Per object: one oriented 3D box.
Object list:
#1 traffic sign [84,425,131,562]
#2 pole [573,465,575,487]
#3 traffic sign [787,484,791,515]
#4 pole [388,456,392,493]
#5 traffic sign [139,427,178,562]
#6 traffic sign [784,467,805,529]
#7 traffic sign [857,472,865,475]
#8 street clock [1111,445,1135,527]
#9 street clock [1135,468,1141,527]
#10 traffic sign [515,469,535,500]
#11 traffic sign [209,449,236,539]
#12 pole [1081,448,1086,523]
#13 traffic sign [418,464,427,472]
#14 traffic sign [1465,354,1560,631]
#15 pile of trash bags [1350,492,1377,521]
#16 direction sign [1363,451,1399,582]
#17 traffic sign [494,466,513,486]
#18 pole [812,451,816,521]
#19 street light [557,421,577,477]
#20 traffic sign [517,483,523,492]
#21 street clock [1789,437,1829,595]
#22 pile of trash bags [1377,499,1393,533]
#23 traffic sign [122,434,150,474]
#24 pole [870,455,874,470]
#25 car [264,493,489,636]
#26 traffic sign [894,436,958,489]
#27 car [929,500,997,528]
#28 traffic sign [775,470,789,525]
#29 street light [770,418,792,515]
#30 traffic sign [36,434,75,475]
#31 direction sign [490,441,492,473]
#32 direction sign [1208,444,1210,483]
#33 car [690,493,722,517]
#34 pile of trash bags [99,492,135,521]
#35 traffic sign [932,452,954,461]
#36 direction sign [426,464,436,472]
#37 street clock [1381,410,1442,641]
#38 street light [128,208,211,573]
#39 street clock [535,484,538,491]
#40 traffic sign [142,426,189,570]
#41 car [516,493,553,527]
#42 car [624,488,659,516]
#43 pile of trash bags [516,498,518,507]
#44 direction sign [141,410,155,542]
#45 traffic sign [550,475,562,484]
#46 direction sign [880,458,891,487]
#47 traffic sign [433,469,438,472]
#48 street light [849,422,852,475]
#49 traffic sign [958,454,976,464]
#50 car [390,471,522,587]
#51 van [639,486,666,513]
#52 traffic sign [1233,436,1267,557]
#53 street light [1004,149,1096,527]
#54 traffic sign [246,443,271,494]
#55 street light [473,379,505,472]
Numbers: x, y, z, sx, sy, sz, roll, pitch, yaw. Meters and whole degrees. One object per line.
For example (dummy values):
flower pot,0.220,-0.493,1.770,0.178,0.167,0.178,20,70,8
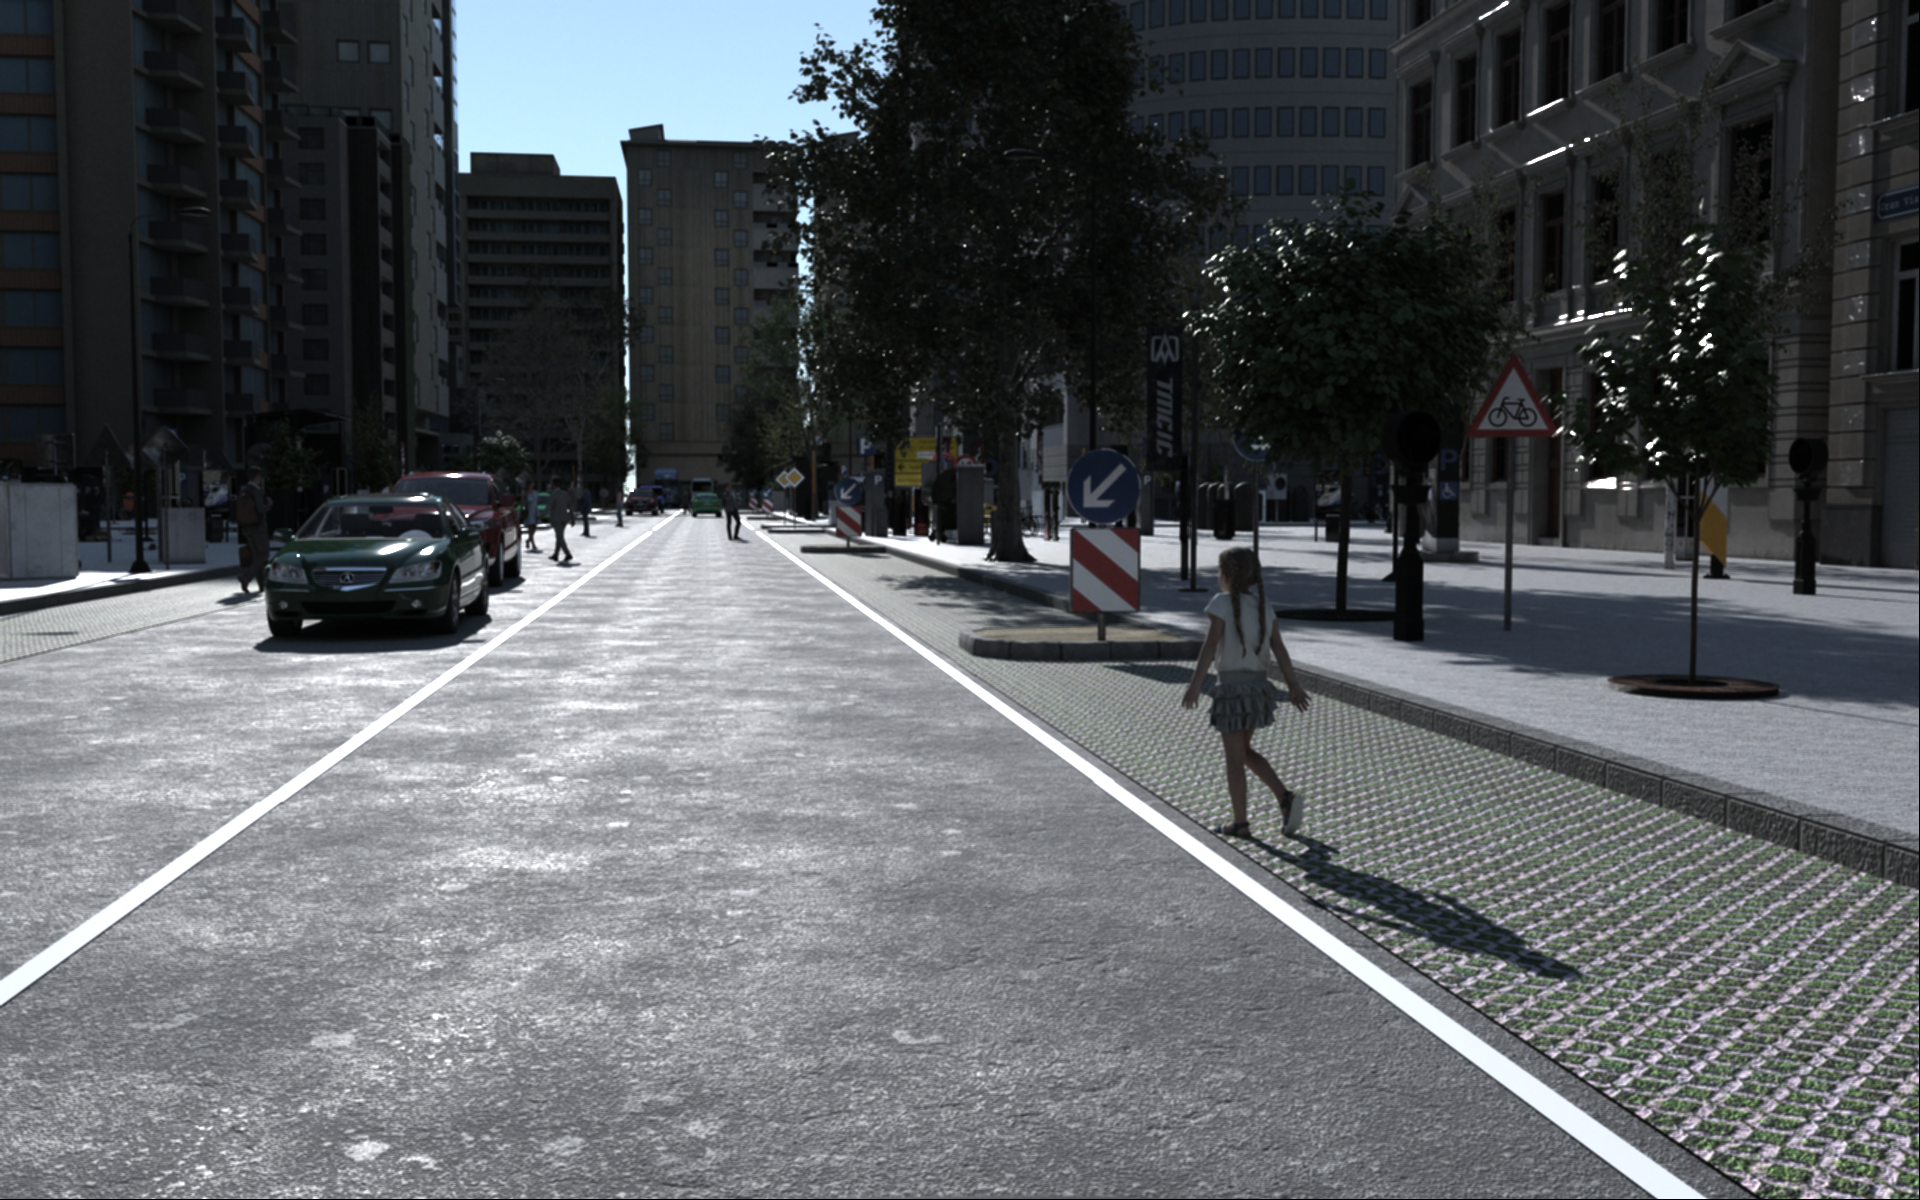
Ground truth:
traffic sign,-15.957,-1.983,32.428,0.884,2.594,0.081,0,4,0
pole,-26.916,-7.749,120.541,0.158,3.312,0.155,0,3,0
traffic sign,-10.258,-6.272,104.672,0.606,2.300,0.079,0,4,-7
pole,-29.444,-5.853,89.543,0.158,3.312,0.155,0,3,0
traffic sign,-15.162,-2.001,32.818,0.768,2.556,0.104,0,4,-6
traffic sign,-6.108,-3.688,63.945,0.795,2.450,0.064,-1,4,-8
traffic sign,-5.598,-6.084,99.581,0.768,2.556,0.104,0,4,-5
street clock,2.352,-1.287,25.608,0.358,2.002,0.471,1,4,8
street clock,4.755,-2.654,47.961,0.471,2.002,0.358,3,5,45
traffic sign,-17.659,-4.079,70.338,0.795,2.450,0.064,-1,4,-8
traffic sign,-21.274,-3.052,49.898,0.884,2.594,0.081,0,4,0
pole,5.438,-5.037,76.202,0.158,3.312,0.155,0,3,0
traffic sign,-22.911,-4.516,73.846,0.884,2.594,0.081,0,4,-3
traffic sign,5.150,-0.992,16.218,0.884,2.594,0.081,0,4,-1
pile of trash bags,19.576,-4.625,85.368,1.912,1.369,3.447,0,4,-4
direction sign,6.401,-2.042,25.384,0.876,3.537,0.379,3,5,43
traffic sign,-16.493,-3.596,62.438,0.795,2.450,0.064,-1,4,-8
pole,-6.874,-5.353,81.368,0.158,3.312,0.155,0,3,0
street light,-25.016,-8.419,110.197,1.470,5.913,1.316,-1,4,-8
traffic sign,-27.916,-6.752,110.504,0.768,2.556,0.104,0,4,0
street clock,10.810,-1.073,22.113,0.358,2.002,0.471,-1,4,-11
pile of trash bags,15.800,-2.881,56.861,3.447,1.369,1.912,-1,4,-20
traffic sign,-15.635,-1.948,33.029,0.795,2.450,0.064,0,4,-7
pole,-3.157,-4.184,62.260,0.158,3.312,0.155,0,3,0
car,-6.304,-0.446,19.084,2.131,1.459,4.920,-1,4,-9
traffic sign,-1.190,-4.087,60.702,2.265,3.308,0.079,0,4,-2
car,0.366,-3.613,69.289,3.980,1.641,2.015,0,4,-7
traffic sign,-7.274,-4.171,71.845,0.795,2.450,0.064,-1,4,-8
street light,-10.913,-8.175,106.207,1.470,5.913,1.316,-1,4,-8
traffic sign,-15.295,-1.663,29.320,0.606,2.300,0.079,0,4,-4
direction sign,-20.305,-5.076,74.985,0.379,3.537,0.876,-1,4,-15
direction sign,11.251,-5.274,78.219,0.379,3.537,0.876,0,4,4
car,-15.858,-6.088,108.327,1.959,1.807,4.718,-1,4,-10
pile of trash bags,-40.754,-4.508,83.457,3.447,1.369,1.912,3,4,37
traffic sign,-0.489,-3.170,51.929,0.768,2.556,0.104,0,4,-6
direction sign,-39.296,-8.366,128.774,0.379,3.537,0.876,3,4,38
street clock,3.931,-0.645,15.120,0.471,2.002,0.358,-1,4,-21
street light,-12.852,-3.403,28.177,1.470,5.913,1.316,-1,4,-8
street clock,-31.931,-7.717,130.747,0.358,2.002,0.471,-2,4,-25
traffic sign,-13.399,-1.715,29.224,0.795,2.450,0.064,0,4,1
car,-18.332,-4.064,75.247,1.959,1.807,4.718,-1,4,-9
car,-21.485,-6.628,117.042,2.281,1.827,5.304,0,4,-8
pile of trash bags,-37.322,-8.016,140.811,1.912,1.369,3.447,2,4,30
direction sign,-22.028,-3.353,46.813,0.379,3.537,0.876,-2,4,-30
traffic sign,-26.825,-7.027,114.991,0.768,2.556,0.104,0,4,-4
direction sign,-4.643,-7.142,108.766,0.876,3.537,0.379,2,4,28
traffic sign,-23.850,-4.749,78.836,0.795,2.450,0.064,0,4,-4
street light,-4.558,-5.561,63.471,1.470,5.913,1.316,-1,4,-8
traffic sign,0.191,-3.403,55.744,0.768,2.556,0.104,0,4,-3
car,-8.370,-1.202,28.325,2.281,1.827,5.304,-1,4,-9
van,-23.161,-7.676,129.883,2.240,2.365,5.245,-1,4,-10
traffic sign,4.564,-1.624,26.658,0.768,2.556,0.104,0,4,0
street light,1.284,-3.122,23.589,1.470,5.913,1.316,-1,4,-8
traffic sign,-17.389,-2.634,43.172,0.768,2.556,0.104,0,4,-7
street light,-19.045,-5.958,69.952,1.470,5.913,1.316,-1,4,-8
